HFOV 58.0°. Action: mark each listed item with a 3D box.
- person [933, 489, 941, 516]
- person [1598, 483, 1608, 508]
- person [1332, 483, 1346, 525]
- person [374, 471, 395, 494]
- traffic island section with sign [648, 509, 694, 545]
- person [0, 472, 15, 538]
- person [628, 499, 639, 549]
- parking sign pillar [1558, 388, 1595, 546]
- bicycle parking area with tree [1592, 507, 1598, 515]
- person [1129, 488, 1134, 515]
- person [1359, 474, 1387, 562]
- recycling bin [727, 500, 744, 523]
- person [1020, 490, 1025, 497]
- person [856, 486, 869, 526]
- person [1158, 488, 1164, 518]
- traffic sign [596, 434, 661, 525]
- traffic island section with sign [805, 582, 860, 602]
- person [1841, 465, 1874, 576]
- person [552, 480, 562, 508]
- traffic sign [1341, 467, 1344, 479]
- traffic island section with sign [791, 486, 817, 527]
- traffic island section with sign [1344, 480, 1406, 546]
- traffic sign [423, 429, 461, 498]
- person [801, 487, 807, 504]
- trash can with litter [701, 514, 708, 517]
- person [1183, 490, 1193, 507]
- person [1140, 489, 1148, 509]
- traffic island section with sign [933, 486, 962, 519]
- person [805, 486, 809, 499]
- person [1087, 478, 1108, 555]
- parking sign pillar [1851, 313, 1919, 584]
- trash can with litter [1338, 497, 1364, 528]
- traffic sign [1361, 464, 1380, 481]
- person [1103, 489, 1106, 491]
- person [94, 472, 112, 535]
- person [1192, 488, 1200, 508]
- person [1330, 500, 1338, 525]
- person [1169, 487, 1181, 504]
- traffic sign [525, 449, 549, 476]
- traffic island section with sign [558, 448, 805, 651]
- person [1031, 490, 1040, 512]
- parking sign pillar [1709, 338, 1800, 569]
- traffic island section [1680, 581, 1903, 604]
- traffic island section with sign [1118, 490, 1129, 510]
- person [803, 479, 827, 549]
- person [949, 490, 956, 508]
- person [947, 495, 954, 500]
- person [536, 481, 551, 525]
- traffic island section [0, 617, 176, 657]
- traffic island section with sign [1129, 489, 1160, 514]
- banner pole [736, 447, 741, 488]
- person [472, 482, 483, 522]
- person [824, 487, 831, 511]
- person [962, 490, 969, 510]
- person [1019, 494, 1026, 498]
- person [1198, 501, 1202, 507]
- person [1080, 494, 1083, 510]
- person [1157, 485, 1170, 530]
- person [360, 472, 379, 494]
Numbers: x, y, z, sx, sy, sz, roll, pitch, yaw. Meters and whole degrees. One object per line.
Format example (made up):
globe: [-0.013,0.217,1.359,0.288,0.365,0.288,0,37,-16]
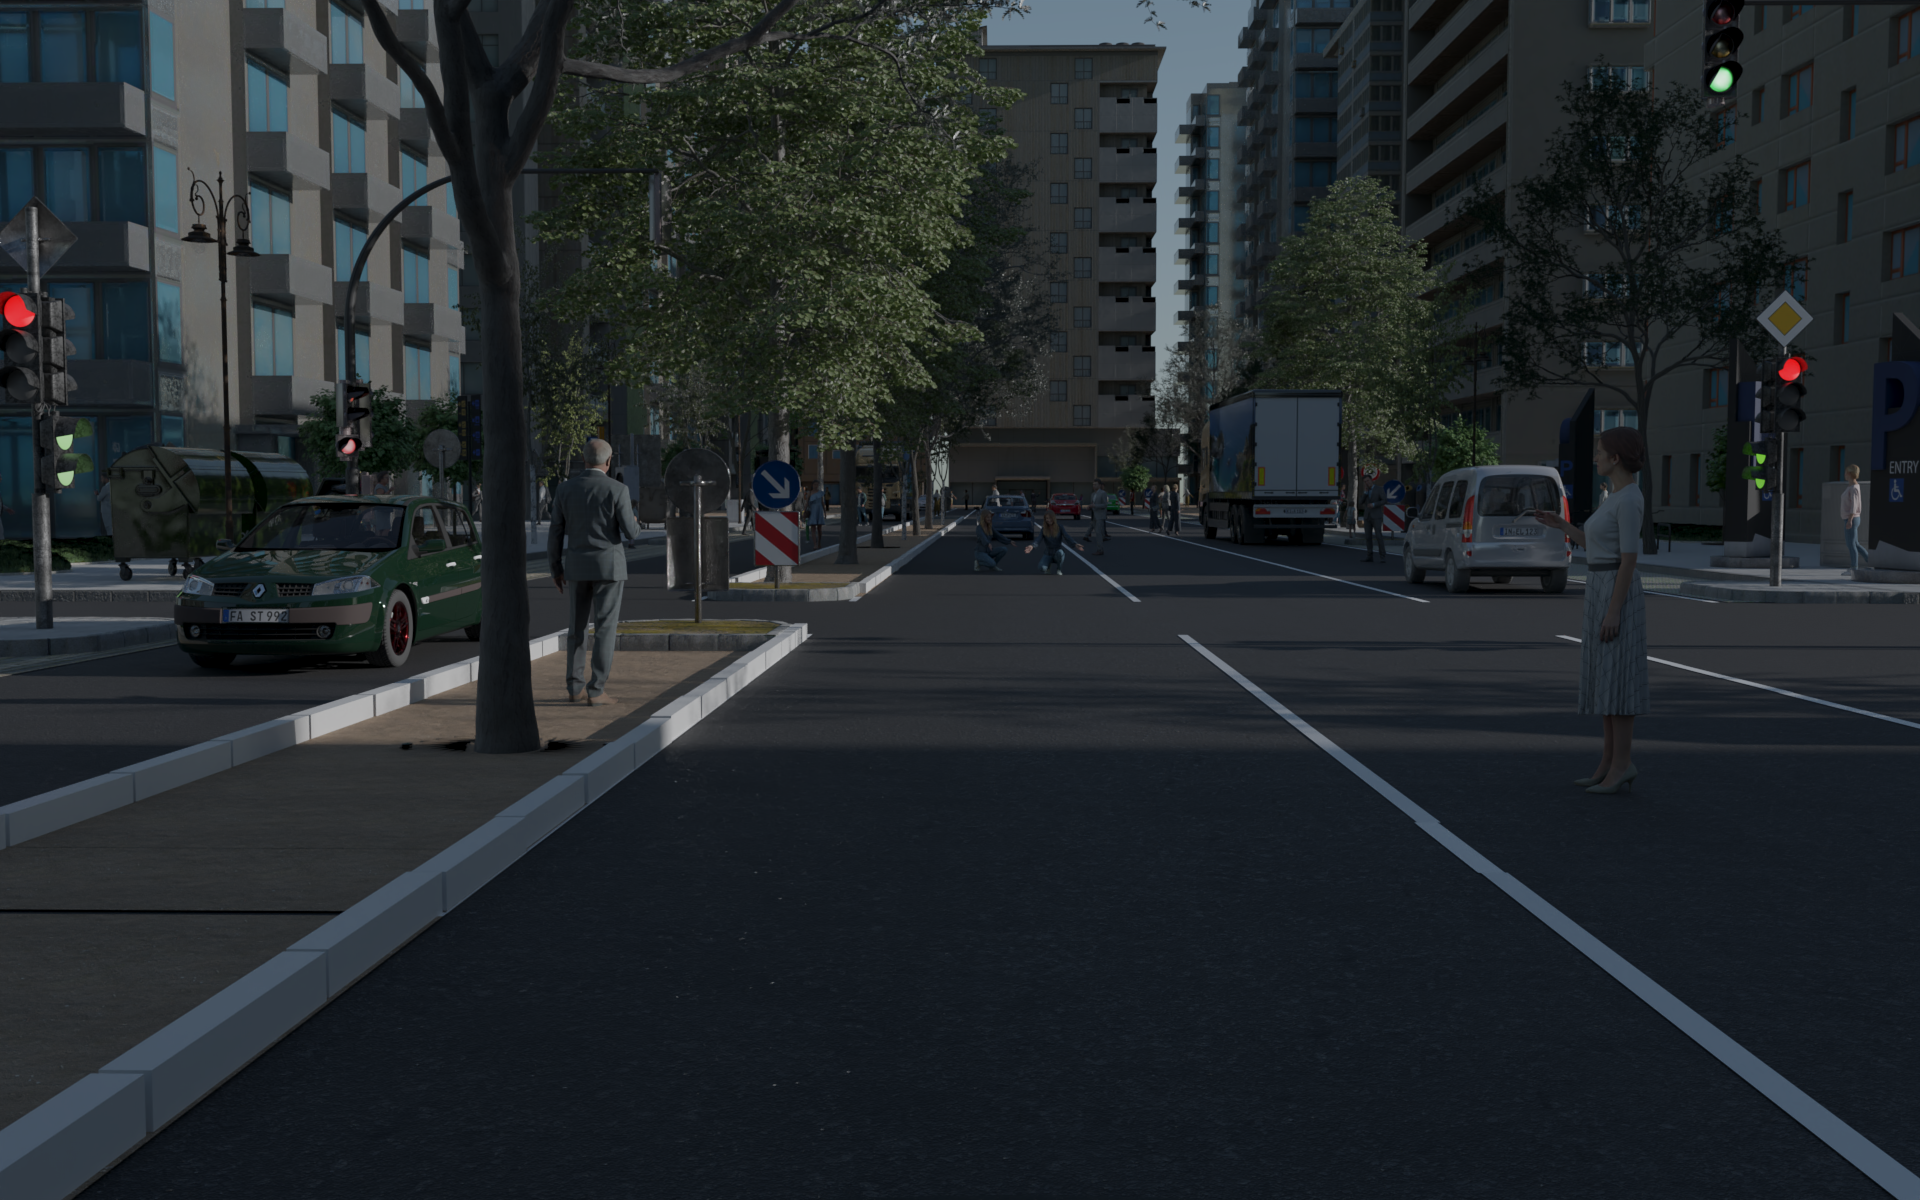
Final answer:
person: [-1.408,-6.105,109.040,1.217,1.736,0.721,-2,4,-24]
person: [23.532,-3.444,63.361,0.522,1.701,0.512,2,4,30]
person: [15.782,-3.977,71.904,0.643,1.720,0.563,1,4,12]
person: [-12.304,-1.883,37.196,0.532,1.782,0.716,0,4,-7]
traffic island section with sign: [-7.717,-2.486,49.281,1.989,1.847,2.006,0,4,1]
person: [-20.080,-1.812,35.947,0.850,1.792,0.678,-2,4,-25]
person: [-8.571,-1.986,45.251,0.425,1.301,0.394,1,4,9]
parking sign pillar: [15.539,-3.378,43.695,1.447,3.967,1.447,3,5,40]
bicycle parking area with tree: [28.803,-4.889,66.934,9.016,4.147,8.231,0,4,1]
person: [11.667,-6.690,117.851,0.705,1.831,1.348,0,4,6]
person: [8.670,-1.718,36.395,0.447,1.846,0.655,-3,5,-44]
recycling bin: [-10.114,-4.004,78.023,0.722,1.027,0.722,0,4,-1]
person: [4.510,-7.182,126.865,0.436,1.711,0.756,0,4,5]
person: [-4.495,-4.276,78.754,0.623,1.781,0.721,2,4,24]
person: [12.076,-5.814,103.566,1.348,1.824,0.705,-2,4,-30]
traffic sign: [-11.332,-3.997,59.223,2.265,3.308,0.079,0,4,7]
traffic island section with sign: [-2.461,-0.972,24.037,2.006,1.907,1.989,0,4,1]
person: [14.140,-1.254,27.212,0.598,1.740,0.731,1,4,16]
person: [-13.371,-3.160,58.191,0.782,1.767,0.515,1,4,20]
traffic sign: [15.842,-4.476,73.289,0.768,2.556,0.104,1,4,10]
traffic island section with sign: [-7.144,-4.135,76.230,1.989,1.847,2.006,0,4,1]
traffic island section with sign: [11.900,-2.449,48.674,1.989,1.847,2.006,0,4,1]
traffic sign: [-10.145,-2.068,33.919,0.768,2.556,0.104,0,4,6]
person: [-9.458,-6.018,105.256,1.217,1.723,0.721,-3,4,-36]
trash can with litter: [-11.362,-3.989,76.605,1.055,1.170,0.624,2,4,23]
person: [22.547,-10.077,171.526,1.217,1.736,0.721,3,5,40]
person: [15.976,-8.722,149.199,0.990,1.755,0.434,3,4,38]
traffic island section with sign: [-0.860,-5.567,99.159,2.006,1.907,1.989,0,4,1]
person: [-10.651,-6.972,120.123,1.350,1.814,0.705,0,4,-5]
person: [3.182,-1.964,40.804,0.583,1.804,0.606,-2,4,-35]
parking sign pillar: [13.821,-2.245,25.170,1.447,3.967,1.447,0,4,-4]
trash can with litter: [14.920,-3.328,65.804,1.055,1.170,0.624,1,4,9]
traffic sign: [16.555,-4.271,69.935,0.768,2.556,0.104,0,4,6]
person: [9.147,-6.217,110.941,0.721,1.735,1.217,-2,4,-27]
person: [-19.658,-2.058,39.879,0.466,1.800,0.511,-1,4,-14]
person: [21.994,-9.388,159.564,1.348,1.821,0.705,2,4,30]
person: [15.798,-3.830,72.947,0.425,1.301,0.394,1,4,13]
person: [17.316,-8.251,140.951,1.348,1.824,0.705,-1,4,-21]
traffic sign: [-12.254,-3.052,49.897,0.884,2.594,0.081,1,4,10]
traffic island section with sign: [-2.629,-0.520,16.632,2.006,1.907,1.989,0,4,1]
person: [5.938,-7.769,136.332,0.742,1.727,0.445,0,4,-1]
parking sign pillar: [13.974,-2.562,30.355,1.447,3.967,1.447,-3,4,-37]
traffic island section: [11.358,-0.110,24.081,2.009,0.180,2.903,0,4,1]
traffic island section with sign: [14.124,-8.816,152.761,1.989,1.847,2.006,0,4,1]
person: [-3.764,-2.218,44.858,0.616,1.811,0.778,0,4,0]
person: [-0.914,-10.211,175.446,1.348,1.824,0.705,3,5,42]
person: [-1.252,-9.283,159.907,1.348,1.869,0.705,0,4,-6]
person: [-17.242,-4.017,71.816,0.850,1.850,0.679,1,4,11]
traffic island section: [-8.750,0.352,16.528,2.009,0.180,2.903,0,4,1]
traffic island section with sign: [13.539,-7.167,125.812,1.989,1.847,2.006,0,4,1]
banner pole: [-11.694,-6.202,91.417,0.401,3.779,0.863,1,4,13]
person: [-22.024,-4.464,78.994,0.822,1.834,0.622,1,4,14]
person: [-9.862,-7.467,128.224,0.705,1.812,1.348,-2,4,-33]
person: [0.534,-8.910,154.191,0.705,1.823,1.348,2,4,25]
person: [5.566,-9.056,157.124,0.990,1.755,0.434,-1,4,-17]
person: [23.647,-9.986,169.981,0.551,1.740,0.621,-1,4,-17]
person: [11.196,-9.116,160.766,0.599,1.433,0.991,-1,4,-11]
person: [8.223,-3.723,69.555,0.526,1.800,0.537,0,4,-6]
person: [-14.375,-2.212,42.184,0.580,1.828,0.573,-2,4,-30]
